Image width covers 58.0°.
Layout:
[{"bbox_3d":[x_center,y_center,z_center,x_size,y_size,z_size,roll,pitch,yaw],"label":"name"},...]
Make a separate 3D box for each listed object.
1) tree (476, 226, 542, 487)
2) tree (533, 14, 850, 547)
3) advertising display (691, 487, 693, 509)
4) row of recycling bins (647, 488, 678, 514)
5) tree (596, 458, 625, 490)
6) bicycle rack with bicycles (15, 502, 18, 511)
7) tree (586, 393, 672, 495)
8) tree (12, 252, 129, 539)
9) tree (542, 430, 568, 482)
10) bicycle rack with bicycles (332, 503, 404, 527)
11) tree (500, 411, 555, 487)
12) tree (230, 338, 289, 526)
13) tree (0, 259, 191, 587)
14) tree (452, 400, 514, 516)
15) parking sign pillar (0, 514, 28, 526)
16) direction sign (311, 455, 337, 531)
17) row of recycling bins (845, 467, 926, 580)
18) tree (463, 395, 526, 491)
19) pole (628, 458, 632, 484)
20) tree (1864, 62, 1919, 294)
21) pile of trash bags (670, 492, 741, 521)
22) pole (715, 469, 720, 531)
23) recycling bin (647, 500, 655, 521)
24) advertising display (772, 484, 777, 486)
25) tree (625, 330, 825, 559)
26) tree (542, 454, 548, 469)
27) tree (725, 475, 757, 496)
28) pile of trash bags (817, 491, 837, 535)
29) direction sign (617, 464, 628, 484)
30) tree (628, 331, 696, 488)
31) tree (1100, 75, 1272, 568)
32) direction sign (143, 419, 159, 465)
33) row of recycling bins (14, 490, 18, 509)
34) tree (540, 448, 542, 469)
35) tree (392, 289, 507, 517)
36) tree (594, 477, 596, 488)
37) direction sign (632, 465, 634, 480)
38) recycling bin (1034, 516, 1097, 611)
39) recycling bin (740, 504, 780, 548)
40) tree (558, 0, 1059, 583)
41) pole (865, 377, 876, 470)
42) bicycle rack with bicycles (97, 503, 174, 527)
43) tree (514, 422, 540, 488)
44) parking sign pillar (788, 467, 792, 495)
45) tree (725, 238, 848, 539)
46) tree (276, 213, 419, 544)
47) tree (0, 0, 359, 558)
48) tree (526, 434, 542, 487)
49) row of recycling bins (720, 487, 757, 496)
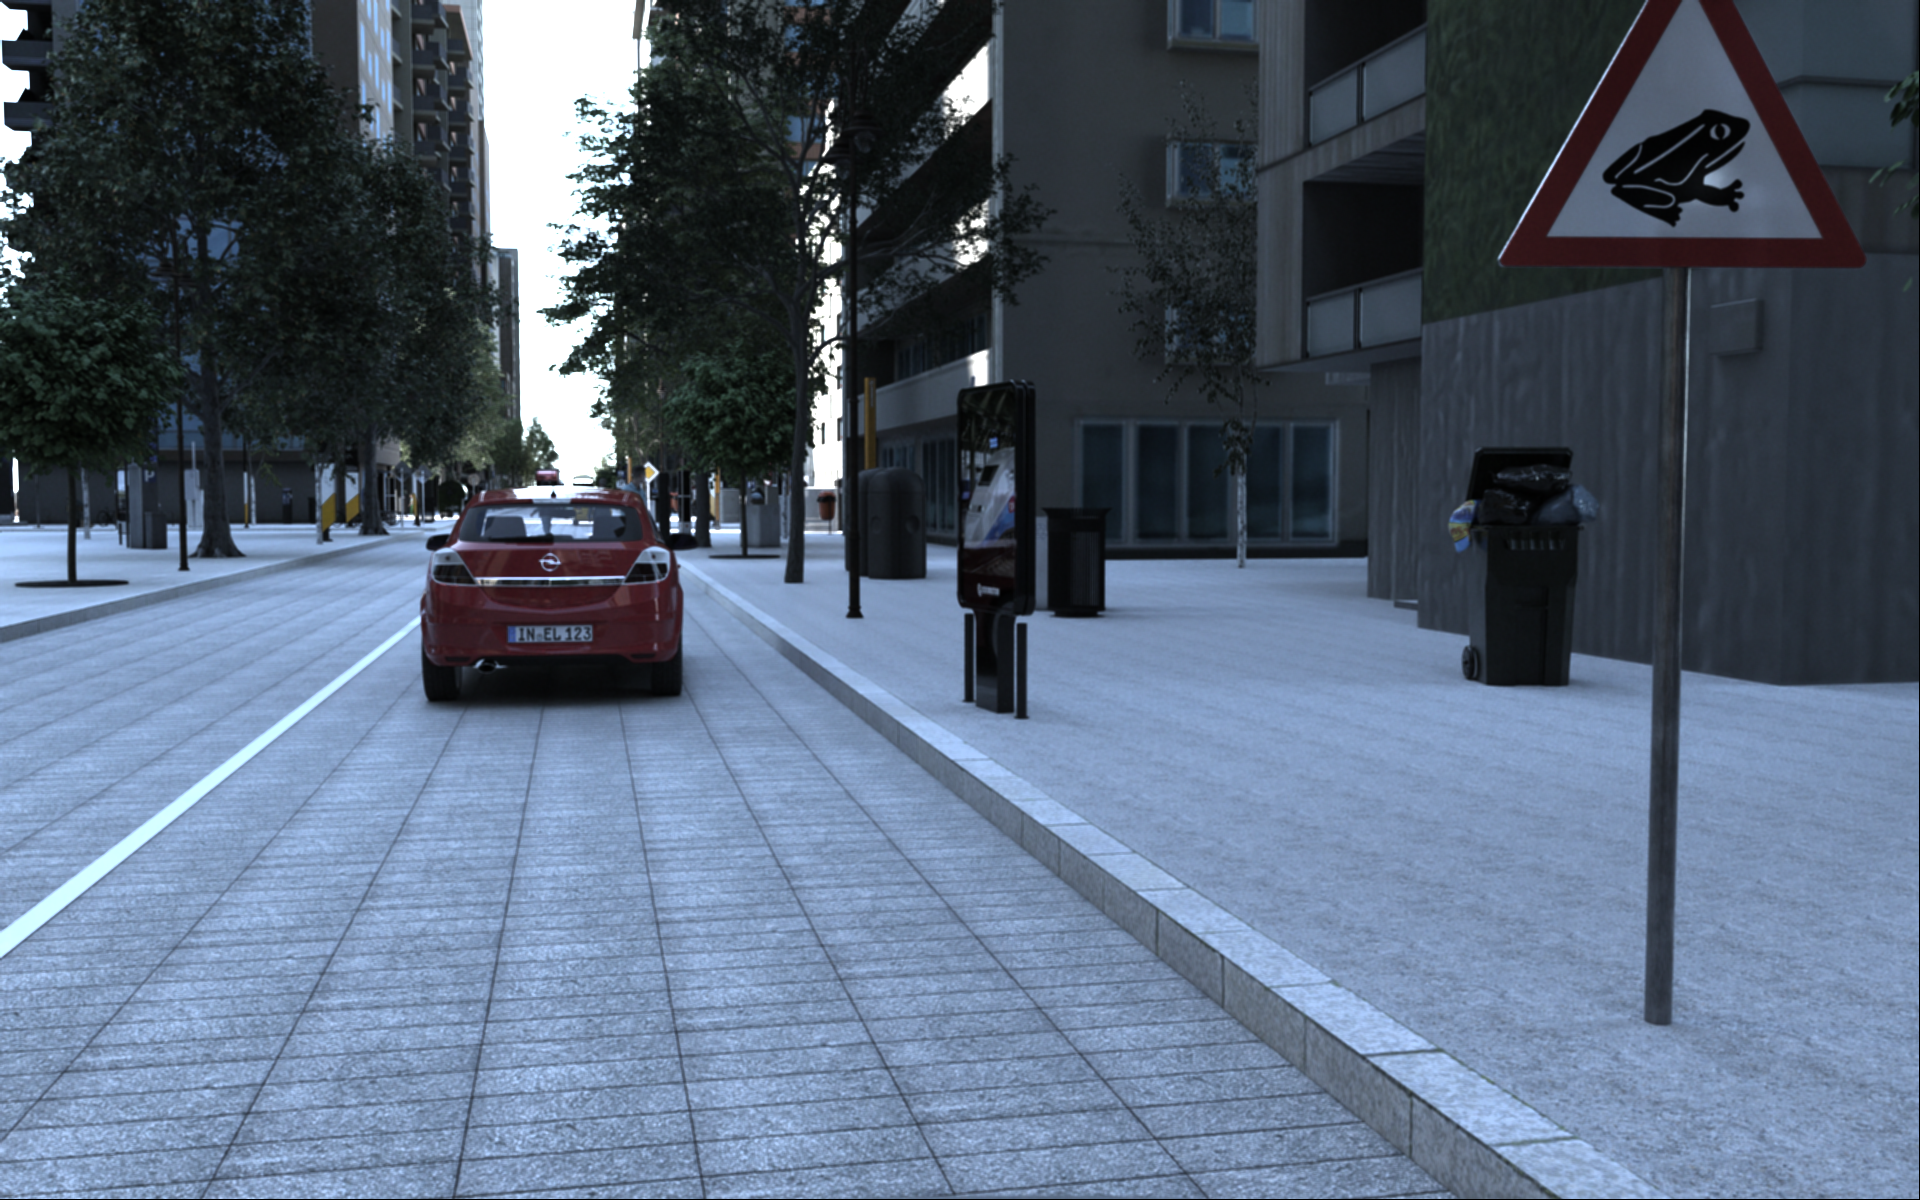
[{"bbox_3d":[-18.475,-8.380,54.022,9.611,12.733,9.660,0,3,0],"label":"tree"},{"bbox_3d":[-6.373,-7.570,41.891,7.486,12.596,7.792,0,3,0],"label":"tree"},{"bbox_3d":[-17.286,-6.480,111.158,0.123,1.923,0.974,1,4,19],"label":"advertising display"},{"bbox_3d":[-19.738,-6.525,113.801,3.534,1.692,1.069,-2,4,-29],"label":"row of recycling bins"},{"bbox_3d":[-30.021,-10.480,155.059,4.285,4.588,4.351,0,3,0],"label":"tree"},{"bbox_3d":[-61.916,-5.953,110.717,2.925,0.926,2.852,1,4,14],"label":"bicycle rack with bicycles"},{"bbox_3d":[-22.736,-10.241,117.803,4.737,8.622,4.395,0,3,0],"label":"tree"},{"bbox_3d":[-24.800,-6.029,48.933,4.737,8.622,4.395,0,3,0],"label":"tree"},{"bbox_3d":[-71.160,-23.013,293.275,9.611,12.733,9.660,0,3,0],"label":"tree"},{"bbox_3d":[-23.306,-3.356,68.254,2.925,0.926,2.852,-2,4,-30],"label":"bicycle rack with bicycles"},{"bbox_3d":[-54.185,-17.776,216.393,9.928,11.665,9.643,0,3,0],"label":"tree"},{"bbox_3d":[-28.404,-7.317,69.997,4.737,8.622,4.395,0,3,0],"label":"tree"},{"bbox_3d":[-12.537,-2.482,24.300,4.285,4.588,4.351,0,3,0],"label":"tree"},{"bbox_3d":[-29.695,-9.325,102.832,4.360,8.622,3.978,0,3,0],"label":"tree"},{"bbox_3d":[-38.458,-4.975,69.812,1.447,3.967,1.447,-1,4,-21],"label":"parking sign pillar"},{"bbox_3d":[-21.912,-4.141,59.710,0.876,3.537,0.379,-2,4,-34],"label":"direction sign"},{"bbox_3d":[-1.260,-1.254,27.616,1.069,1.692,3.534,-1,4,-11],"label":"row of recycling bins"},{"bbox_3d":[-33.039,-10.398,120.371,4.737,8.622,4.395,0,3,0],"label":"tree"},{"bbox_3d":[-18.419,-6.285,96.600,0.158,3.312,0.155,0,3,0],"label":"pole"},{"bbox_3d":[5.553,-1.419,6.912,4.285,4.588,4.351,0,3,0],"label":"tree"},{"bbox_3d":[-12.060,-4.480,83.006,3.447,1.369,1.912,-2,4,-23],"label":"pile of trash bags"},{"bbox_3d":[-8.443,-4.062,60.260,0.158,3.312,0.155,0,3,0],"label":"pole"},{"bbox_3d":[-13.307,-3.694,72.952,0.722,1.027,0.722,-3,4,-37],"label":"recycling bin"},{"bbox_3d":[-11.757,-6.457,110.785,0.974,1.923,0.123,2,4,31],"label":"advertising display"},{"bbox_3d":[-4.376,-3.135,34.966,4.285,4.588,4.351,0,3,0],"label":"tree"},{"bbox_3d":[-59.560,-17.797,241.344,4.360,8.622,3.978,0,3,0],"label":"tree"},{"bbox_3d":[-10.003,-5.181,79.309,1.663,3.219,1.824,0,3,0],"label":"tree"},{"bbox_3d":[-2.944,-2.810,55.693,3.447,1.369,1.912,-2,4,-25],"label":"pile of trash bags"},{"bbox_3d":[-25.327,-8.432,129.868,0.876,3.537,0.379,-3,4,-39],"label":"direction sign"},{"bbox_3d":[-12.363,-7.570,74.131,4.360,8.622,3.978,0,3,0],"label":"tree"},{"bbox_3d":[4.654,-4.860,29.818,4.360,8.622,3.978,0,3,0],"label":"tree"},{"bbox_3d":[-21.875,-3.340,46.601,0.876,3.537,0.379,2,4,24],"label":"direction sign"},{"bbox_3d":[-69.614,-7.376,127.715,3.534,1.692,1.069,-1,4,-12],"label":"row of recycling bins"},{"bbox_3d":[-45.849,-13.987,179.052,4.360,8.622,3.978,0,3,0],"label":"tree"},{"bbox_3d":[-28.109,-10.828,95.157,7.486,12.596,7.792,0,3,0],"label":"tree"},{"bbox_3d":[-39.026,-12.813,193.205,4.285,4.588,4.351,0,3,0],"label":"tree"},{"bbox_3d":[-25.603,-8.797,135.821,0.379,3.537,0.876,0,4,-2],"label":"direction sign"},{"bbox_3d":[1.177,-0.412,19.284,0.722,1.027,0.722,1,4,19],"label":"recycling bin"},{"bbox_3d":[-4.846,-1.802,42.019,0.722,1.027,0.722,3,5,41],"label":"recycling bin"},{"bbox_3d":[-2.073,-5.532,24.854,7.601,10.594,8.767,-1,4,-20],"label":"tree"},{"bbox_3d":[-1.572,-2.236,30.396,0.158,3.312,0.155,0,3,0],"label":"pole"},{"bbox_3d":[-32.878,-3.399,68.953,2.852,0.926,2.925,3,4,37],"label":"bicycle rack with bicycles"},{"bbox_3d":[-42.815,-13.121,164.887,4.360,8.622,3.978,0,3,0],"label":"tree"},{"bbox_3d":[-8.127,-5.859,84.263,1.447,3.967,1.447,0,4,-1],"label":"parking sign pillar"},{"bbox_3d":[-5.095,-6.072,49.632,4.737,8.622,4.395,0,3,0],"label":"tree"},{"bbox_3d":[-16.152,-5.734,44.116,4.360,8.622,3.978,0,3,0],"label":"tree"},{"bbox_3d":[-15.237,-7.207,34.838,9.611,12.733,9.660,0,3,0],"label":"tree"},{"bbox_3d":[-36.609,-11.445,137.492,4.737,8.622,4.395,0,3,0],"label":"tree"},{"bbox_3d":[-13.723,-6.167,107.943,3.534,1.692,1.069,2,4,34],"label":"row of recycling bins"}]
